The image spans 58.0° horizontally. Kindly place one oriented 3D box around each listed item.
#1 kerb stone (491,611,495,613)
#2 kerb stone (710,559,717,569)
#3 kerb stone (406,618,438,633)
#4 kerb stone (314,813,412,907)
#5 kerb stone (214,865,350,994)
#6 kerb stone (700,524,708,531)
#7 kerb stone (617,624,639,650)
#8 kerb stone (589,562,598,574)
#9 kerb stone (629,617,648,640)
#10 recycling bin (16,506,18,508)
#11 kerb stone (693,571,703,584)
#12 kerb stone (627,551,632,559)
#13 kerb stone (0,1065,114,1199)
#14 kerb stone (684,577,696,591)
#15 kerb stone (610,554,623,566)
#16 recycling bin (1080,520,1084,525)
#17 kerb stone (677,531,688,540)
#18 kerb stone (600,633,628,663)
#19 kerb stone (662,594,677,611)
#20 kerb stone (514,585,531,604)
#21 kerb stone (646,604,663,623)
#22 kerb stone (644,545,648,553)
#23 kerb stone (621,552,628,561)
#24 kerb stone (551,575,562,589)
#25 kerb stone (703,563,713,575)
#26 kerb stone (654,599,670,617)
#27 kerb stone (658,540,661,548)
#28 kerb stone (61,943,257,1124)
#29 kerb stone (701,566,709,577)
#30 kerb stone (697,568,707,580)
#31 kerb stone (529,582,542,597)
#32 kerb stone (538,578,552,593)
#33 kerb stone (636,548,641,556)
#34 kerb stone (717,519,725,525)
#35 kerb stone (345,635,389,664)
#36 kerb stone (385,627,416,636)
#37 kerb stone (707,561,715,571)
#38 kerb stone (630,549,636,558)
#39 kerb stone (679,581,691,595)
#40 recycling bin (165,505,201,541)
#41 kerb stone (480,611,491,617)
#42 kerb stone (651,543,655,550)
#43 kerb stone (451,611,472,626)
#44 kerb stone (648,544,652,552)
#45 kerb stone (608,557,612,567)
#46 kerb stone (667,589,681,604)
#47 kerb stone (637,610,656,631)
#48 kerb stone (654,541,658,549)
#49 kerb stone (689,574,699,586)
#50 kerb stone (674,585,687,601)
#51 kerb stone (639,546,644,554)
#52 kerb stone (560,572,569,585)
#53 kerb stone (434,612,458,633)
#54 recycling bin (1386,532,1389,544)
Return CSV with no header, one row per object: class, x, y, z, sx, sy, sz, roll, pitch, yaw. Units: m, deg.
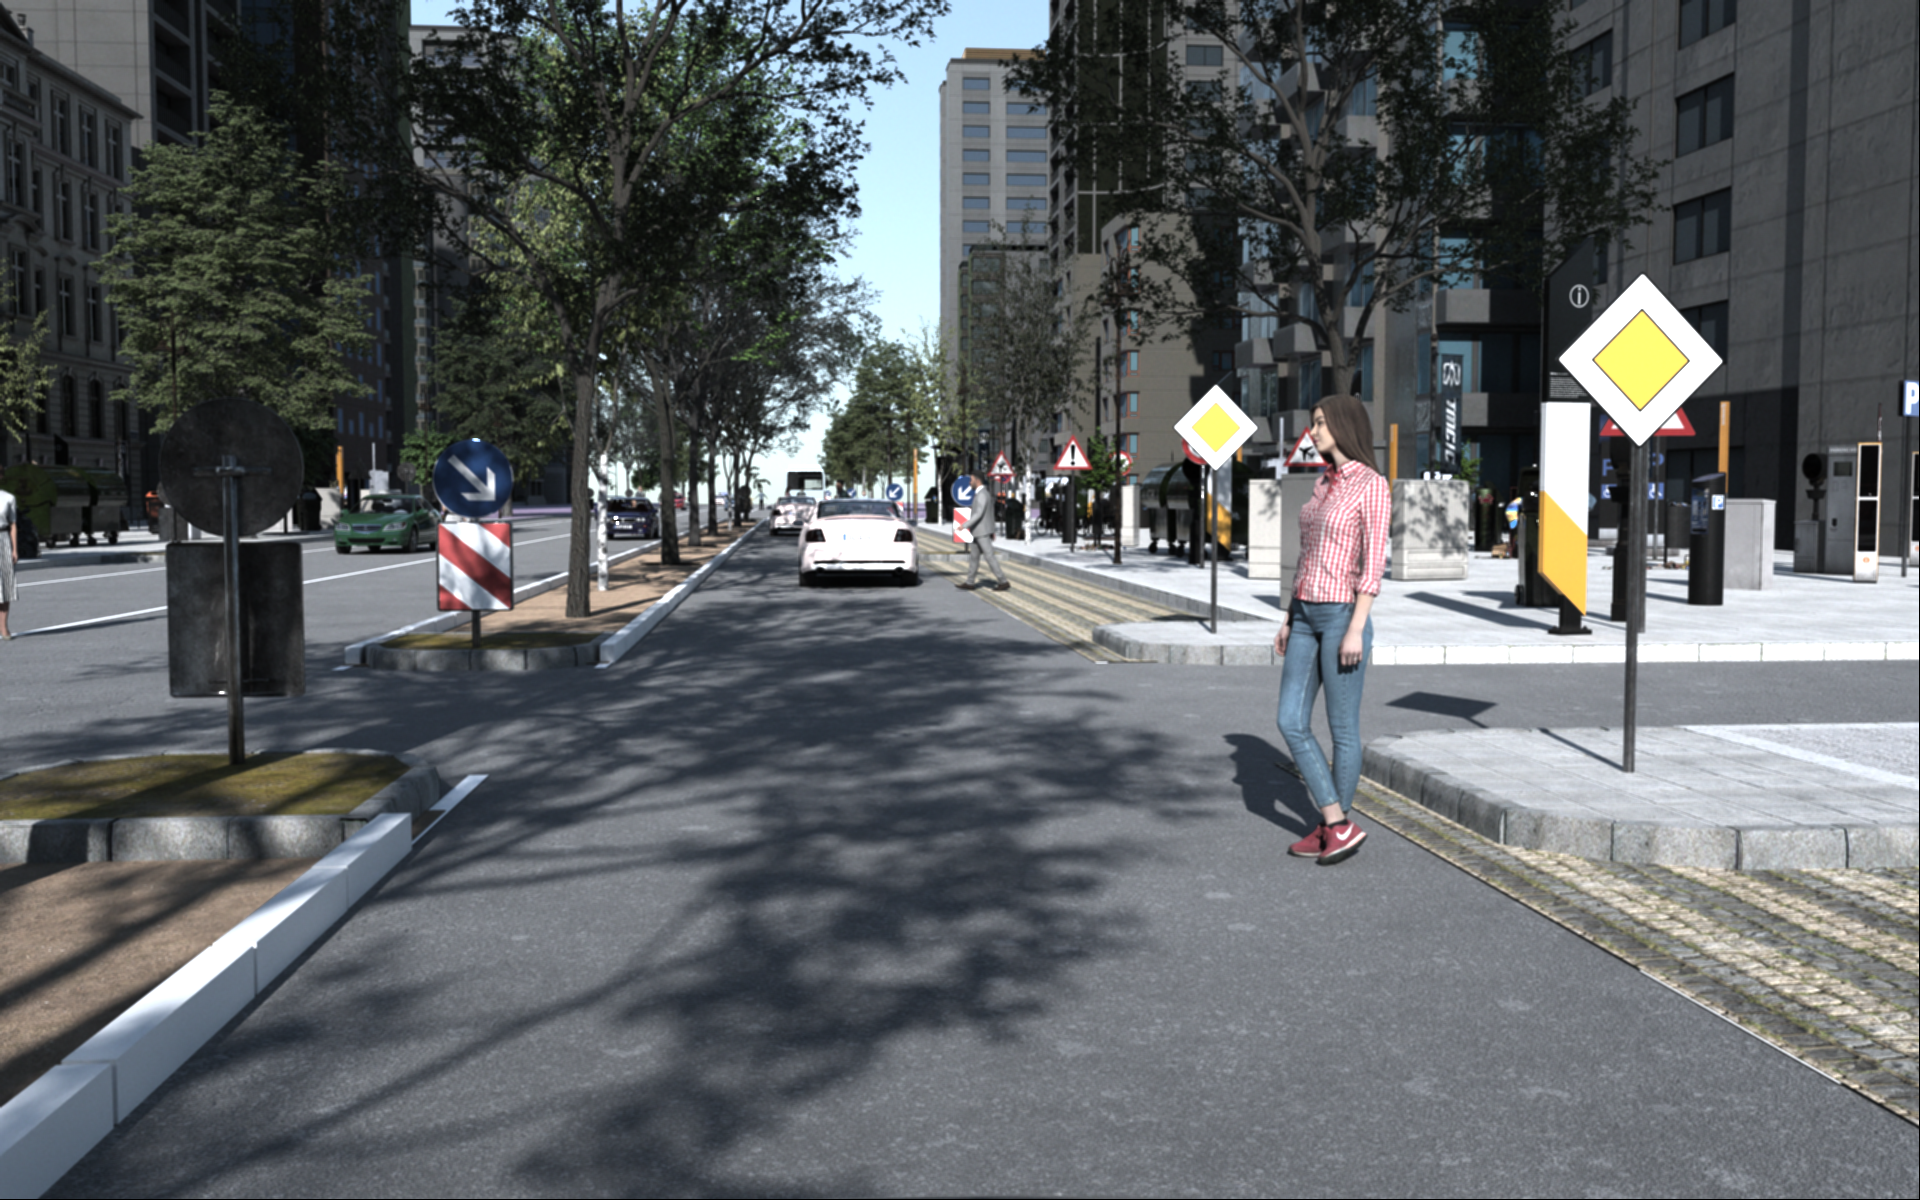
kerb stone,-5.712,0.066,21.123,0.120,0.150,1.000,0,4,-5
kerb stone,-4.689,-0.633,32.541,0.120,0.150,1.000,0,4,-5
kerb stone,-5.325,0.316,17.024,0.120,0.150,1.000,0,4,-5
kerb stone,-2.219,0.962,6.466,0.120,0.150,1.000,0,4,-5
kerb stone,-2.119,1.024,5.449,0.120,0.150,1.000,0,4,-5
kerb stone,-10.345,-2.930,70.104,0.120,0.150,1.000,0,4,-5
kerb stone,-3.139,0.365,16.228,0.120,0.150,1.000,0,4,-5
kerb stone,-6.773,-0.622,32.363,0.120,0.150,1.000,0,4,-5
kerb stone,-3.234,0.304,17.249,0.120,0.150,1.000,0,4,-5
recycling bin,-20.902,-1.525,37.490,0.722,1.027,0.722,0,4,-5
kerb stone,-4.202,-0.321,27.443,0.120,0.150,1.000,0,4,-5
kerb stone,-7.259,-0.933,37.452,0.120,0.150,1.000,0,4,-5
kerb stone,-1.924,1.150,3.404,0.120,0.150,1.000,0,4,-5
kerb stone,-4.004,-0.196,25.403,0.120,0.150,1.000,0,4,-5
kerb stone,-7.065,-0.809,35.417,0.120,0.150,1.000,0,4,-5
recycling bin,4.575,-3.487,69.559,0.722,1.027,0.722,3,5,43
kerb stone,-9.099,-2.120,56.855,0.120,0.150,1.000,0,4,-5
kerb stone,-3.044,0.428,15.202,0.120,0.150,1.000,0,4,-5
kerb stone,-3.616,0.057,21.334,0.120,0.150,1.000,0,4,-5
kerb stone,-5.913,-0.059,23.164,0.120,0.150,1.000,0,4,-5
kerb stone,-3.433,0.177,19.294,0.120,0.150,1.000,0,4,-5
kerb stone,-7.645,-1.178,41.533,0.120,0.150,1.000,0,4,-5
kerb stone,-7.158,-0.869,36.435,0.120,0.150,1.000,0,4,-5
kerb stone,-6.195,-0.247,26.237,0.120,0.150,1.000,0,4,-5
kerb stone,-4.485,-0.505,30.496,0.120,0.150,1.000,0,4,-5
kerb stone,-3.527,0.119,20.312,0.120,0.150,1.000,0,4,-5
kerb stone,-8.040,-1.430,45.622,0.120,0.150,1.000,0,4,-5
kerb stone,-2.021,1.087,4.426,0.120,0.150,1.000,0,4,-5
kerb stone,-4.395,-0.444,29.478,0.120,0.150,1.000,0,4,-5
kerb stone,-4.292,-0.383,28.461,0.120,0.150,1.000,0,4,-5
kerb stone,-6.007,-0.120,24.191,0.120,0.150,1.000,0,4,-5
kerb stone,-6.105,-0.185,25.219,0.120,0.150,1.000,0,4,-5
kerb stone,-7.450,-1.058,39.495,0.120,0.150,1.000,0,4,-5
kerb stone,-11.793,-3.865,85.393,0.120,0.150,1.000,0,4,-5
kerb stone,-5.127,0.441,14.980,0.120,0.150,1.000,0,4,-5
kerb stone,-5.221,0.384,16.002,0.120,0.150,1.000,0,4,-5
kerb stone,-4.586,-0.571,31.524,0.120,0.150,1.000,0,4,-5
kerb stone,-7.352,-0.996,38.478,0.120,0.150,1.000,0,4,-5
kerb stone,-3.909,-0.134,24.385,0.120,0.150,1.000,0,4,-5
recycling bin,-21.567,-2.173,48.078,0.722,1.027,0.722,0,4,-3
kerb stone,-5.617,0.128,20.098,0.120,0.150,1.000,0,4,-5
kerb stone,-7.831,-1.306,43.581,0.120,0.150,1.000,0,4,-5
kerb stone,-5.515,0.191,19.073,0.120,0.150,1.000,0,4,-5
kerb stone,-7.732,-1.242,42.564,0.120,0.150,1.000,0,4,-5
kerb stone,-6.871,-0.684,33.382,0.120,0.150,1.000,0,4,-5
kerb stone,-3.724,-0.009,22.350,0.120,0.150,1.000,0,4,-5
kerb stone,-3.331,0.240,18.270,0.120,0.150,1.000,0,4,-5
kerb stone,-7.933,-1.368,44.605,0.120,0.150,1.000,0,4,-5
kerb stone,-4.106,-0.259,26.425,0.120,0.150,1.000,0,4,-5
kerb stone,-3.813,-0.072,23.368,0.120,0.150,1.000,0,4,-5
kerb stone,-7.547,-1.120,40.515,0.120,0.150,1.000,0,4,-5
kerb stone,-6.294,-0.308,27.254,0.120,0.150,1.000,0,4,-5
kerb stone,-5.419,0.258,18.042,0.120,0.150,1.000,0,4,-5
recycling bin,10.555,-1.959,44.579,0.722,1.027,0.722,-3,5,-41
